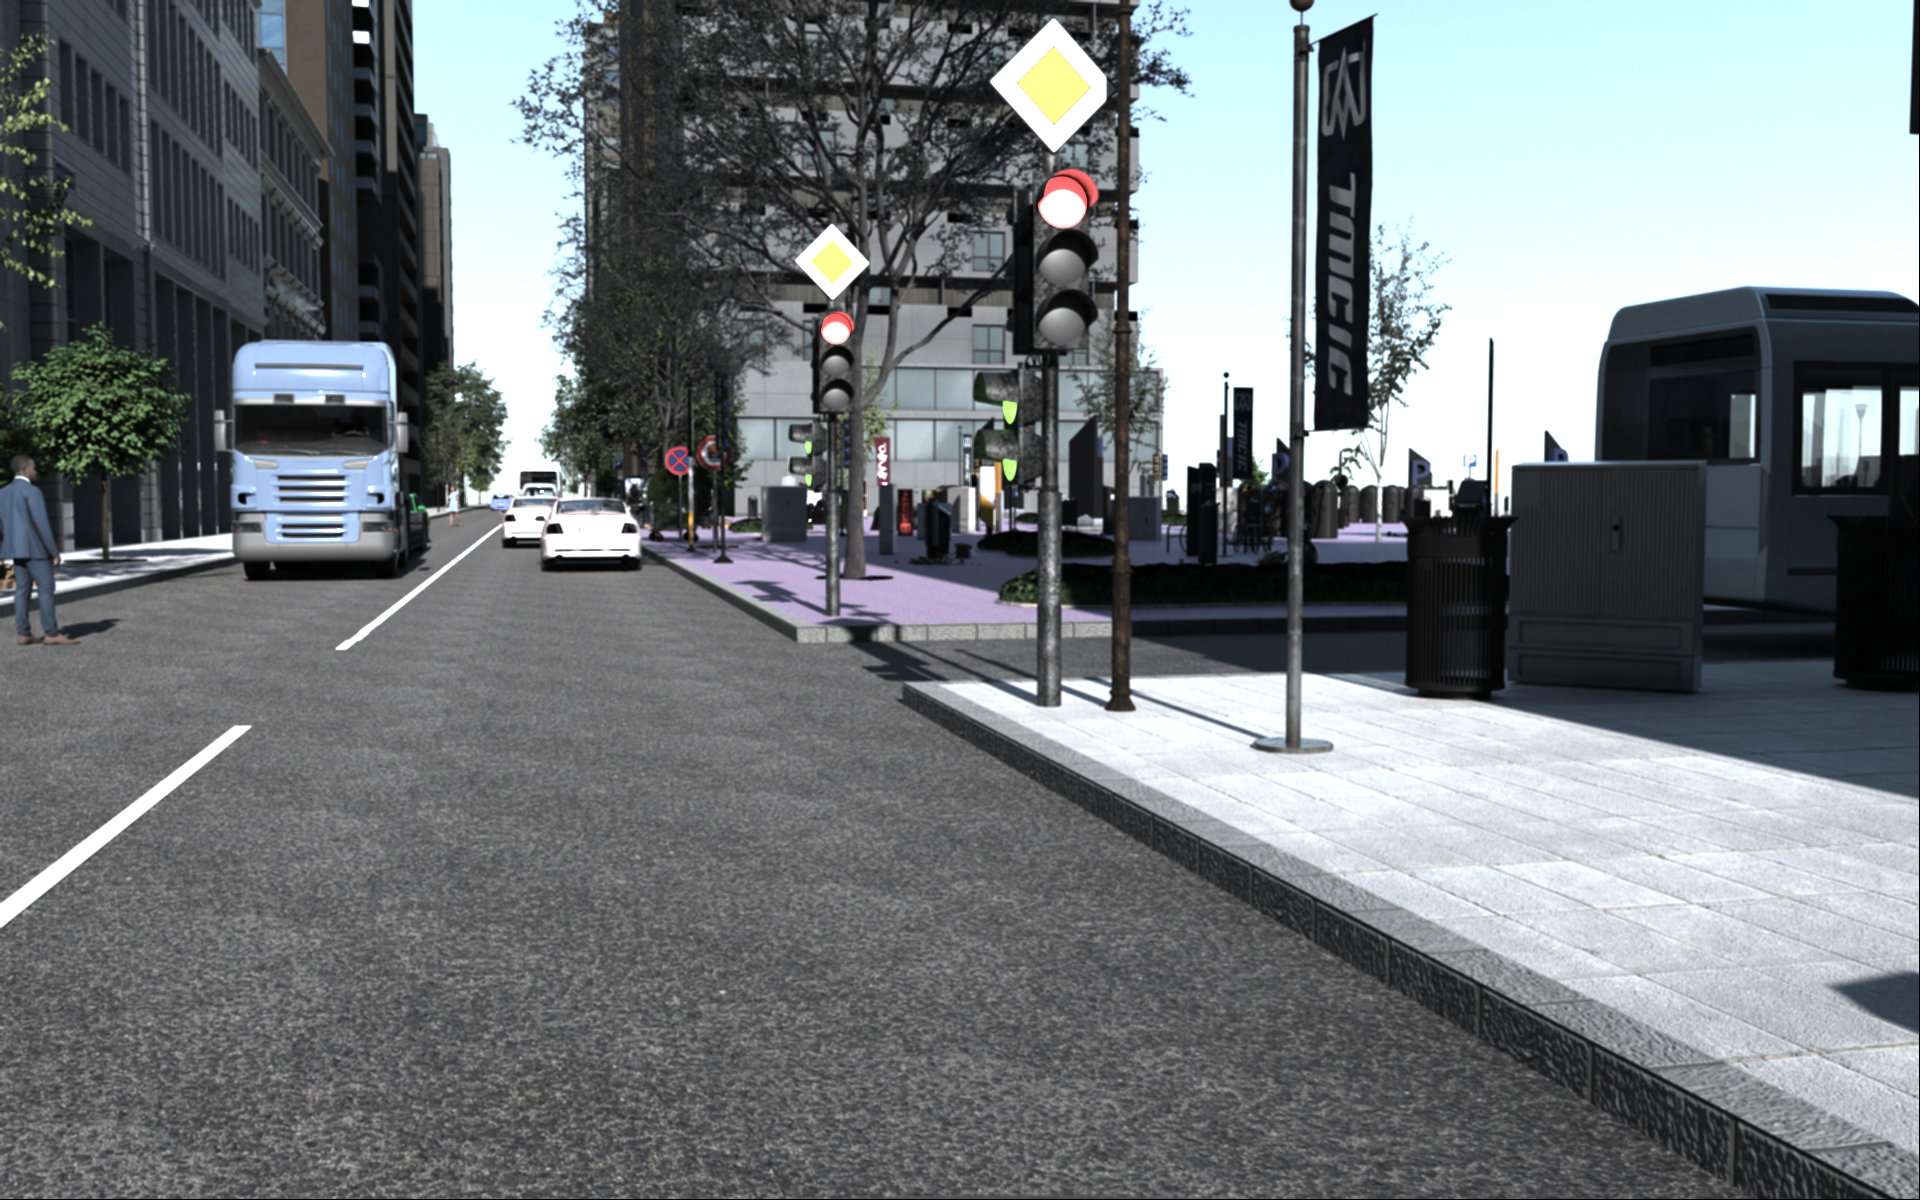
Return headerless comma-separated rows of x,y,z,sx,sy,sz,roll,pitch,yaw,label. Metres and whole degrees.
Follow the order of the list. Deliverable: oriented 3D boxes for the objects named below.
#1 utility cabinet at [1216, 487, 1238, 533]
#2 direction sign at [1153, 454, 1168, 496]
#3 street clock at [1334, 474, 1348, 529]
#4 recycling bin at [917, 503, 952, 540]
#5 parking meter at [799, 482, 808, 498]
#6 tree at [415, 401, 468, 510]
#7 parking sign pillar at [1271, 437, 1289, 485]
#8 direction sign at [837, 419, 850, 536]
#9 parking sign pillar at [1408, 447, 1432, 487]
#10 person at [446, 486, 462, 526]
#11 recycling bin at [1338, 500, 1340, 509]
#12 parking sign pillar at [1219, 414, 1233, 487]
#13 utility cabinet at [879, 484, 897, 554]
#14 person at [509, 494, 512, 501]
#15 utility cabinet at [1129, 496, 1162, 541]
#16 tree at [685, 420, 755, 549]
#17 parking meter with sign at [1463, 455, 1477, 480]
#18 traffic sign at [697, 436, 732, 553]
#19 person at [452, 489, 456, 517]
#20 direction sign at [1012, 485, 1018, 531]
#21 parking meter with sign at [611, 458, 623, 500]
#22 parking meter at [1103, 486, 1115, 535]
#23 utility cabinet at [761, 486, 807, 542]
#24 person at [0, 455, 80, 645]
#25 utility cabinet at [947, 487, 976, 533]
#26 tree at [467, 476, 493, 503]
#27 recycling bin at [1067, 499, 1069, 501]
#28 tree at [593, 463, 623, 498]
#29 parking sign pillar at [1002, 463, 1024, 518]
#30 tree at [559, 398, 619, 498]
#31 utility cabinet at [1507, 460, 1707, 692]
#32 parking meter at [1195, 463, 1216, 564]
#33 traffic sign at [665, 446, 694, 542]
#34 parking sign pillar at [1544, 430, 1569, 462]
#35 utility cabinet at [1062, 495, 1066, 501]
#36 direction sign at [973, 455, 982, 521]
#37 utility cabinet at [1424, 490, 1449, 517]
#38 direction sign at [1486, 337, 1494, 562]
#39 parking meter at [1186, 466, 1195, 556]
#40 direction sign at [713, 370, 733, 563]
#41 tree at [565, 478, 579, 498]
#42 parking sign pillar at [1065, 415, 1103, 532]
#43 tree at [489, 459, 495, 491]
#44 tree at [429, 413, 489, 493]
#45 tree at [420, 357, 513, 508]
8.598,-2.964,57.137,1.173,1.500,0.318,1,4,21,utility cabinet
11.412,-6.526,98.701,0.876,3.537,0.379,0,4,-6,direction sign
14.058,-3.628,63.894,0.471,2.002,0.358,3,5,44,street clock
-0.723,-2.209,48.663,0.722,1.027,0.722,3,5,43,recycling bin
-7.836,-4.950,86.649,0.399,1.863,0.255,1,4,12,parking meter
-40.847,-11.438,137.378,4.360,8.622,3.978,0,3,0,tree
15.267,-5.710,81.823,1.447,3.967,1.447,-2,4,-26,parking sign pillar
-3.595,-3.710,52.656,0.379,3.537,0.876,3,5,41,direction sign
26.564,-6.820,99.973,1.447,3.967,1.447,0,4,-8,parking sign pillar
-22.542,-4.186,77.039,0.616,1.811,0.778,2,4,24,person
17.016,-4.086,79.364,0.722,1.027,0.722,-2,4,-34,recycling bin
9.099,-4.324,59.163,1.447,3.967,1.447,1,4,12,parking sign pillar
-1.561,-1.747,37.248,0.318,1.500,1.173,0,4,2,utility cabinet
-40.938,-8.915,157.492,0.421,1.427,0.697,-2,4,-34,person
5.122,-2.259,48.093,0.306,1.237,1.020,-3,5,-43,utility cabinet
-5.675,-2.855,41.280,1.663,3.219,1.824,0,3,0,tree
22.760,-4.955,77.268,0.543,3.016,1.738,1,4,18,parking meter with sign
-5.370,-2.312,37.903,0.768,2.556,0.104,-1,4,-13,traffic sign
-31.978,-6.185,109.256,0.705,1.869,1.348,-1,4,-23,person
1.859,-4.082,58.734,0.379,3.537,0.876,-2,4,-24,direction sign
-16.721,-5.437,85.148,0.543,3.016,1.738,0,4,-1,parking meter with sign
4.685,-2.820,54.523,0.372,1.533,0.369,0,3,0,parking meter
-4.694,-2.298,46.248,1.173,1.500,0.318,-1,4,-13,utility cabinet
-8.826,-0.475,16.453,0.721,1.800,0.419,1,4,16,person
0.039,-2.963,57.120,0.318,1.500,1.173,-3,4,-36,utility cabinet
-67.369,-15.879,243.328,4.285,4.588,4.351,0,3,0,tree
5.390,-4.508,86.261,0.722,1.027,0.722,-3,4,-39,recycling bin
-19.407,-6.207,96.091,1.663,3.219,1.824,0,3,0,tree
2.869,-6.464,94.161,1.447,3.967,1.447,-3,5,-42,parking sign pillar
-26.921,-10.739,125.938,4.360,8.622,3.978,0,3,0,tree
4.265,-0.170,11.458,1.173,1.500,0.318,2,4,33,utility cabinet
4.572,-1.611,32.043,0.255,1.863,0.399,0,4,-6,parking meter
-7.428,-2.805,45.975,0.768,2.556,0.104,0,4,-5,traffic sign
25.322,-5.202,73.519,1.447,3.967,1.447,-3,4,-38,parking sign pillar
4.720,-4.417,83.373,0.306,1.237,1.020,2,4,35,utility cabinet
1.030,-5.546,82.679,0.876,3.537,0.379,1,4,22,direction sign
23.271,-4.644,84.613,1.173,1.500,0.318,1,4,20,utility cabinet
7.797,-2.049,25.506,0.379,3.537,0.876,1,4,19,direction sign
4.907,-1.842,35.834,0.399,1.863,0.255,1,4,20,parking meter
-4.417,-2.459,32.200,0.379,3.537,0.876,0,4,6,direction sign
-43.149,-12.188,193.872,1.663,3.219,1.824,0,3,0,tree
4.319,-4.339,59.412,1.447,3.967,1.447,-3,4,-38,parking sign pillar
-59.056,-16.056,212.878,4.737,8.622,4.395,0,3,0,tree
-44.011,-12.273,151.018,4.737,8.622,4.395,0,3,0,tree
-46.332,-15.521,160.420,9.857,13.997,8.962,0,3,0,tree
